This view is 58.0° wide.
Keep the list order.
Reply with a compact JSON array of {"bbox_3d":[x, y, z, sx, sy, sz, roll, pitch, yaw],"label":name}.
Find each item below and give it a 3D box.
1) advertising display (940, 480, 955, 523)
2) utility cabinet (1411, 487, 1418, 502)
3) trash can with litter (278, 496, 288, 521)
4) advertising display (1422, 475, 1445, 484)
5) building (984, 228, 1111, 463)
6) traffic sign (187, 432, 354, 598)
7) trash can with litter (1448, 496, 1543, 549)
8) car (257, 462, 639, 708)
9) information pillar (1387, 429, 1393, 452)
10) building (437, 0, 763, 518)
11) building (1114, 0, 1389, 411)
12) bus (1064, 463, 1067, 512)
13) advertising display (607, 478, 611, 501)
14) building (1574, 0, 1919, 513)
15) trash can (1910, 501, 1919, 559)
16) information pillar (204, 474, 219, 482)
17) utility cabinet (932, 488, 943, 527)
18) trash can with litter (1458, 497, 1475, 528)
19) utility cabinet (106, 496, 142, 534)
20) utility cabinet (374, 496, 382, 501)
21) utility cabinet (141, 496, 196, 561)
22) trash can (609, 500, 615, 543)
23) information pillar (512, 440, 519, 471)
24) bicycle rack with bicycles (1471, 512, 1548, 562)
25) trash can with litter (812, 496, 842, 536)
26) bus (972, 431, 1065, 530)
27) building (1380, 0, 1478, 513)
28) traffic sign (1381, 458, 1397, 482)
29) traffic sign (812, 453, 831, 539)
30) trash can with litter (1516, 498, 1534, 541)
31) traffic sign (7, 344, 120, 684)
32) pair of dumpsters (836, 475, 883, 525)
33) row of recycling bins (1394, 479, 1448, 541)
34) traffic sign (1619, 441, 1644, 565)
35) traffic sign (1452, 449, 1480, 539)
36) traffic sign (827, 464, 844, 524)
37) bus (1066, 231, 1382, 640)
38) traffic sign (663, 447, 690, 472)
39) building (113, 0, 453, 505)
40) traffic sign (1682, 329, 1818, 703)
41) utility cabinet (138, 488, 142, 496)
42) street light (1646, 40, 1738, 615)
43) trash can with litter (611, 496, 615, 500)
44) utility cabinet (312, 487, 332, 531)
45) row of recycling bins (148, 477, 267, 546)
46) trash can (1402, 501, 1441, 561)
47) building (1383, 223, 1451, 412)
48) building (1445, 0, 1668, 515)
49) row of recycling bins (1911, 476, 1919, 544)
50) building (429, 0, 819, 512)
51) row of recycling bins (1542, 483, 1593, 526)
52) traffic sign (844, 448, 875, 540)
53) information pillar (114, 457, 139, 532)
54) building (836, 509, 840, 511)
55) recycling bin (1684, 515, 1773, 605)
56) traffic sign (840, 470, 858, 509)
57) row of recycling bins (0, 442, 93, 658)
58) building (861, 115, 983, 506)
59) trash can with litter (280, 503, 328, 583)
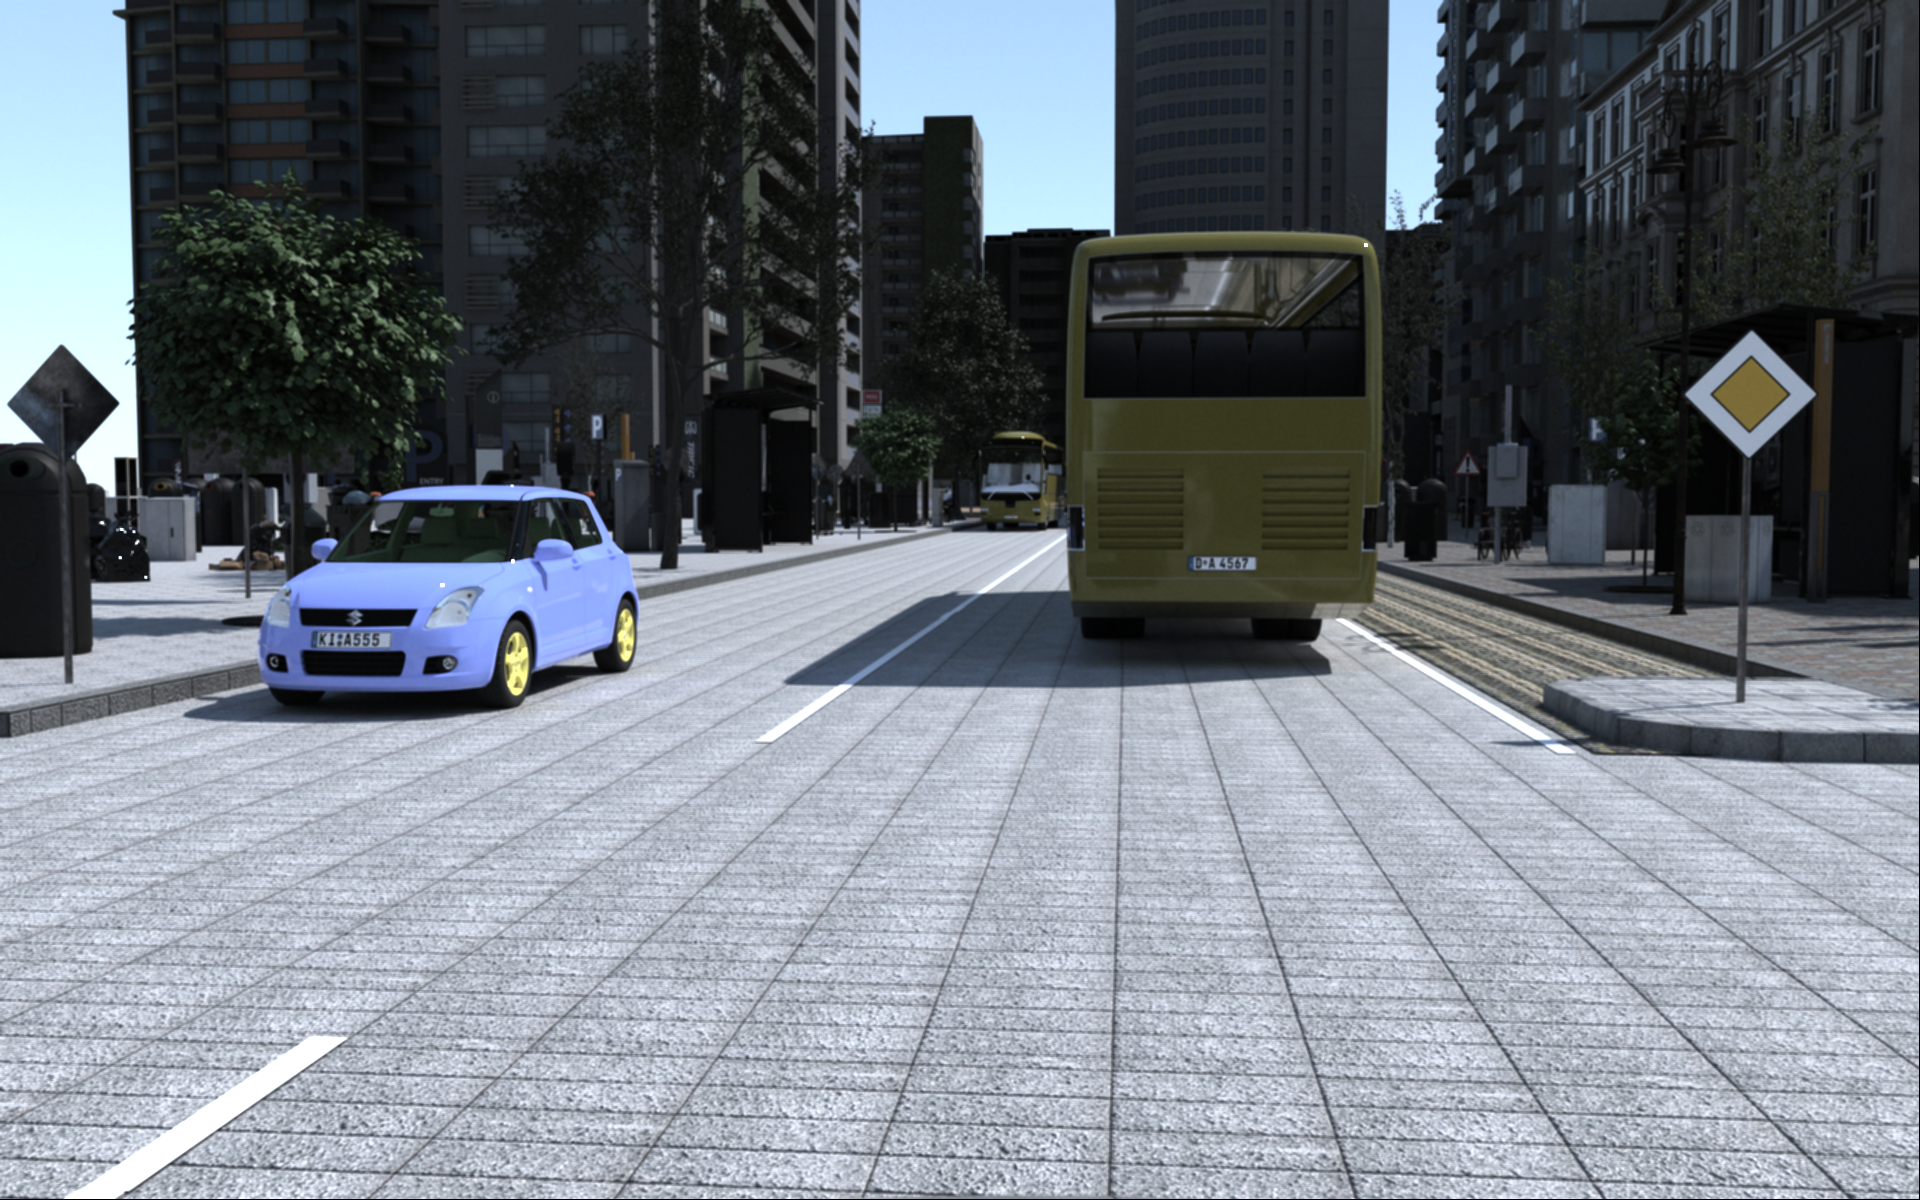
[{"bbox_3d":[-0.579,-4.438,77.775,0.123,1.923,0.974,-3,4,-37],"label":"advertising display"},{"bbox_3d":[14.288,-2.811,54.634,1.173,1.500,0.318,-2,4,-26],"label":"utility cabinet"},{"bbox_3d":[-32.900,-4.375,82.589,2.233,1.210,1.678,0,4,-5],"label":"trash can with litter"},{"bbox_3d":[15.960,-3.257,58.465,0.123,1.923,0.974,-2,4,-27],"label":"advertising display"},{"bbox_3d":[9.785,-25.658,191.216,14.107,30.474,14.160,0,4,5],"label":"building"},{"bbox_3d":[-8.462,-1.671,21.194,2.265,3.308,0.079,1,4,12],"label":"traffic sign"},{"bbox_3d":[12.800,-1.842,41.169,1.678,1.210,2.233,-2,4,-25],"label":"trash can with litter"},{"bbox_3d":[-3.657,-0.195,12.782,1.945,1.707,3.694,0,4,7],"label":"car"},{"bbox_3d":[15.071,-4.246,60.777,0.183,3.616,0.504,0,3,0],"label":"information pillar"},{"bbox_3d":[-19.237,-25.175,95.201,14.154,41.232,14.086,0,4,5],"label":"building"},{"bbox_3d":[31.080,-39.679,190.743,28.212,58.520,21.231,0,4,5],"label":"building"},{"bbox_3d":[9.191,-8.947,137.828,2.896,3.916,12.252,0,4,5],"label":"bus"},{"bbox_3d":[-14.154,-3.955,69.877,0.123,1.923,0.974,-1,4,-11],"label":"advertising display"},{"bbox_3d":[33.070,-15.032,64.863,14.460,24.649,34.723,0,4,5],"label":"building"},{"bbox_3d":[18.724,-1.387,34.332,0.748,1.137,0.748,0,3,0],"label":"trash can"},{"bbox_3d":[-25.808,-4.179,59.686,0.504,3.616,0.183,-1,4,-19],"label":"information pillar"},{"bbox_3d":[-0.867,-3.624,67.930,0.318,1.500,1.173,0,4,6],"label":"utility cabinet"},{"bbox_3d":[19.233,-3.329,65.810,0.624,1.170,1.055,1,4,13],"label":"trash can with litter"},{"bbox_3d":[-22.825,-2.222,47.490,1.020,1.237,0.306,-1,4,-18],"label":"utility cabinet"},{"bbox_3d":[-21.597,-3.326,65.542,1.020,1.237,0.306,-2,4,-31],"label":"utility cabinet"},{"bbox_3d":[-15.152,-1.350,33.238,1.020,1.237,0.306,2,4,24],"label":"utility cabinet"},{"bbox_3d":[-8.013,-1.823,41.458,0.748,1.137,0.748,0,3,0],"label":"trash can"},{"bbox_3d":[-19.425,-5.163,75.775,0.183,3.616,0.504,1,4,10],"label":"information pillar"},{"bbox_3d":[11.048,-1.234,33.560,2.852,0.926,2.925,3,4,37],"label":"bicycle rack with bicycles"},{"bbox_3d":[-4.513,-2.632,54.095,1.678,1.210,2.233,0,4,-5],"label":"trash can with litter"},{"bbox_3d":[2.670,-4.890,71.504,2.896,3.916,12.252,0,4,7],"label":"bus"},{"bbox_3d":[43.874,-49.831,127.406,22.319,86.520,31.000,0,4,5],"label":"building"},{"bbox_3d":[14.909,-3.690,60.437,0.768,2.556,0.104,1,4,11],"label":"traffic sign"},{"bbox_3d":[-4.045,-2.932,49.119,0.795,2.450,0.064,1,4,14],"label":"traffic sign"},{"bbox_3d":[15.408,-2.208,47.487,0.624,1.170,1.055,1,4,19],"label":"trash can with litter"},{"bbox_3d":[-6.034,-0.491,11.673,0.795,2.450,0.064,0,4,5],"label":"traffic sign"},{"bbox_3d":[-4.187,-4.313,73.008,1.574,2.255,4.437,0,4,5],"label":"pair of dumpsters"},{"bbox_3d":[11.636,-2.489,47.809,3.534,1.692,1.069,1,4,13],"label":"row of recycling bins"},{"bbox_3d":[12.204,-1.786,31.339,0.606,2.300,0.079,1,4,12],"label":"traffic sign"},{"bbox_3d":[14.603,-3.050,49.869,0.884,2.594,0.081,0,4,7],"label":"traffic sign"},{"bbox_3d":[-5.323,-4.518,73.972,0.768,2.556,0.104,0,4,7],"label":"traffic sign"},{"bbox_3d":[2.614,-1.737,19.954,2.896,3.916,12.252,0,4,5],"label":"bus"},{"bbox_3d":[-7.569,-2.817,46.159,0.768,2.556,0.104,1,4,13],"label":"traffic sign"},{"bbox_3d":[-51.156,-29.818,142.146,28.867,44.769,22.147,0,4,5],"label":"building"},{"bbox_3d":[4.808,-0.426,10.612,0.795,2.450,0.064,0,4,5],"label":"traffic sign"},{"bbox_3d":[-27.192,-2.955,56.994,0.318,1.500,1.173,-3,4,-38],"label":"utility cabinet"},{"bbox_3d":[7.656,-2.783,18.284,0.468,5.910,1.993,0,4,5],"label":"street light"},{"bbox_3d":[-17.123,-4.708,88.035,2.233,1.210,1.678,0,4,2],"label":"trash can with litter"},{"bbox_3d":[-20.264,-2.861,55.456,0.318,1.500,1.173,2,4,34],"label":"utility cabinet"},{"bbox_3d":[-18.982,-2.237,43.695,3.534,1.692,1.069,1,4,21],"label":"row of recycling bins"},{"bbox_3d":[8.835,-1.318,33.202,0.748,1.137,0.748,0,3,0],"label":"trash can"},{"bbox_3d":[51.947,-25.434,187.547,14.107,30.474,14.160,0,4,5],"label":"building"},{"bbox_3d":[41.465,-29.258,97.969,23.786,49.044,30.456,0,4,5],"label":"building"},{"bbox_3d":[21.954,-2.062,40.822,3.534,1.692,1.069,3,4,38],"label":"row of recycling bins"},{"bbox_3d":[-21.684,-29.954,113.448,21.300,48.544,21.600,0,4,5],"label":"building"},{"bbox_3d":[22.174,-3.522,64.694,3.534,1.692,1.069,0,4,-8],"label":"row of recycling bins"},{"bbox_3d":[-2.834,-2.971,48.575,0.884,2.594,0.081,1,4,12],"label":"traffic sign"},{"bbox_3d":[-16.608,-1.837,34.533,0.304,2.012,0.304,1,4,10],"label":"information pillar"},{"bbox_3d":[-22.501,-36.549,139.568,28.212,58.520,21.231,0,4,5],"label":"building"},{"bbox_3d":[9.061,-0.482,20.428,0.722,1.027,0.722,-3,4,-36],"label":"recycling bin"},{"bbox_3d":[-4.478,-4.222,70.209,0.795,2.450,0.064,1,4,9],"label":"traffic sign"},{"bbox_3d":[-8.760,-0.427,14.088,3.534,1.692,1.069,0,4,7],"label":"row of recycling bins"},{"bbox_3d":[-4.818,-31.035,191.019,14.086,41.232,14.154,0,4,5],"label":"building"},{"bbox_3d":[-8.568,-0.718,23.130,1.055,1.170,0.624,2,4,30],"label":"trash can with litter"}]
